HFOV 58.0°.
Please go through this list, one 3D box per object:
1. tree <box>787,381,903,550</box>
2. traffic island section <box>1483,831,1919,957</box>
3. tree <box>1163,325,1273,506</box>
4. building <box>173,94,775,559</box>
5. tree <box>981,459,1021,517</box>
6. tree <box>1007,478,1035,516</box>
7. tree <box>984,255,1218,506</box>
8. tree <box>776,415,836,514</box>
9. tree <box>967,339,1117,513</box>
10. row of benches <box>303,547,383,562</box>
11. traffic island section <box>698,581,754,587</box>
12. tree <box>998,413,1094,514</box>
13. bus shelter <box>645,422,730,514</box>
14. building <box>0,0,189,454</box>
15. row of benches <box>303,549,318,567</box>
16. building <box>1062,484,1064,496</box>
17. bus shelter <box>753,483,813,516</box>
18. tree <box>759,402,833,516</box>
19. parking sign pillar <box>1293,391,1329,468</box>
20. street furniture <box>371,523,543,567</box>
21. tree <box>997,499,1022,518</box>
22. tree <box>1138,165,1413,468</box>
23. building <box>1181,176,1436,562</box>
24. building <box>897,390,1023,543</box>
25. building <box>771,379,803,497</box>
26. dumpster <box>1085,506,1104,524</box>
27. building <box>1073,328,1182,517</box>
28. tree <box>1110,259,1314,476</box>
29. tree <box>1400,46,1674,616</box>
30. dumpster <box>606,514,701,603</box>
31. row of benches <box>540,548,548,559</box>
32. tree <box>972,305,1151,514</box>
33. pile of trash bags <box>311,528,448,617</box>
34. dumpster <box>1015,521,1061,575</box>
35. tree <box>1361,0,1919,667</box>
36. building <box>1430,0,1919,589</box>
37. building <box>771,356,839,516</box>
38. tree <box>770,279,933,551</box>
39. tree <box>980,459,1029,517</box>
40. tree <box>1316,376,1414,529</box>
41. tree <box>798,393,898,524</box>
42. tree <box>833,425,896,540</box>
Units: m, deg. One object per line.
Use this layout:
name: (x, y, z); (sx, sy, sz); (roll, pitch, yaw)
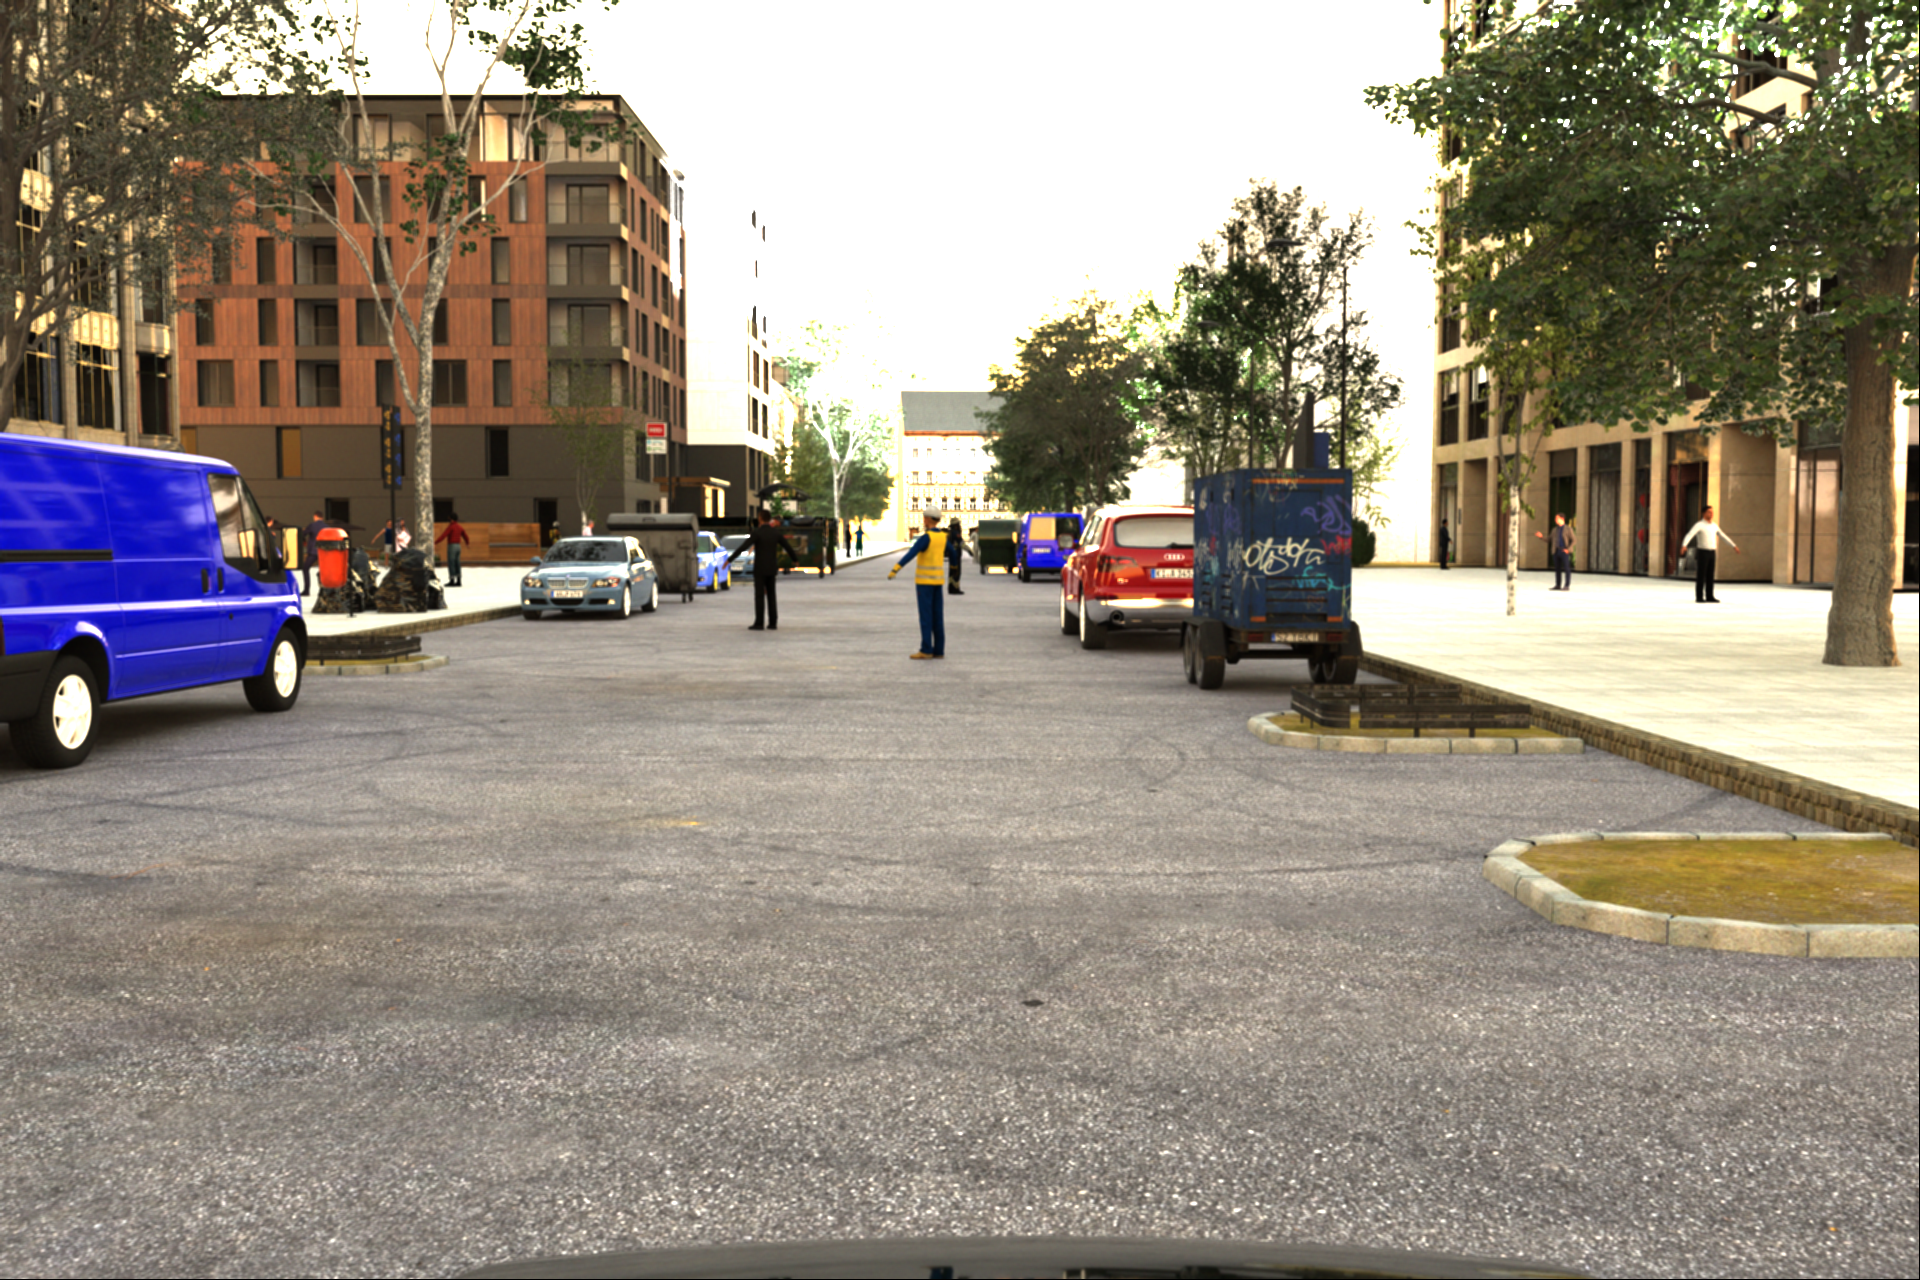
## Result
tree: (-9.616, -14.490, 143.563); (9.857, 13.997, 8.962); (0, 3, 0)
traffic island section: (3.177, 0.979, 6.853); (1.991, 0.108, 1.994); (0, 4, 0)
tree: (8.444, -6.595, 58.192); (4.360, 8.622, 3.978); (0, 3, 0)
building: (-26.183, -15.480, 97.066); (27.936, 21.610, 32.646); (0, 4, 0)
tree: (5.682, -13.877, 161.303); (8.767, 10.594, 7.601); (1, 4, 15)
tree: (5.061, -11.542, 139.081); (4.360, 8.622, 3.978); (0, 3, 0)
tree: (6.179, -10.207, 77.248); (12.009, 13.543, 11.850); (0, 3, 0)
tree: (-9.901, -9.608, 107.460); (4.360, 8.622, 3.978); (0, 3, 0)
tree: (5.643, -12.059, 107.532); (12.009, 13.543, 11.850); (0, 3, 0)
row of benches: (-28.788, -3.950, 80.041); (4.104, 0.672, 1.422); (0, 4, 1)
traffic island section: (-6.655, -1.553, 48.252); (1.991, 0.108, 1.994); (0, 4, 0)
tree: (5.989, -12.458, 121.816); (7.486, 12.596, 7.792); (0, 3, 0)
bus shelter: (-10.220, -5.335, 64.864); (2.179, 5.291, 8.768); (0, 4, -1)
building: (-32.971, -13.780, 41.959); (14.369, 24.946, 33.146); (0, 4, 1)
row of benches: (-26.005, -3.276, 69.020); (1.422, 0.672, 4.104); (-1, 4, -17)
building: (21.675, -24.209, 226.744); (19.493, 23.208, 18.063); (0, 4, 0)
bus shelter: (-7.272, -4.755, 71.661); (2.014, 3.302, 5.546); (0, 4, -1)
tree: (-9.363, -8.953, 96.744); (4.737, 8.622, 4.395); (0, 3, 0)
parking sign pillar: (6.750, -2.752, 33.464); (1.447, 3.967, 1.447); (0, 4, 0)
street furniture: (-20.867, -3.942, 71.305); (11.010, 1.723, 9.812); (-2, 4, -28)
tree: (5.490, -13.356, 168.735); (4.737, 8.622, 4.395); (0, 3, 0)
tree: (8.099, -6.752, 44.802); (7.601, 10.594, 8.767); (-1, 4, -18)
building: (22.613, -13.944, 94.443); (16.747, 18.905, 31.486); (0, 4, -1)
building: (-0.066, -26.261, 262.757); (18.063, 23.208, 19.493); (0, 4, -5)
building: (-27.788, -21.869, 188.482); (19.493, 23.208, 18.063); (0, 4, 1)
dumpster: (2.858, -1.140, 26.859); (1.865, 1.857, 1.264); (0, 4, -1)
building: (22.188, -22.160, 193.242); (19.493, 23.208, 18.063); (0, 4, 0)
tree: (9.525, -8.574, 65.938); (9.928, 11.665, 9.643); (0, 3, 0)
tree: (8.915, -4.687, 26.996); (4.737, 8.622, 4.395); (0, 3, 0)
dumpster: (-6.424, -1.717, 36.293); (1.865, 1.857, 1.264); (0, 4, 0)
row of benches: (-17.514, -3.780, 77.274); (4.104, 0.672, 1.422); (-1, 4, -19)
tree: (5.776, -11.417, 93.326); (9.857, 13.997, 8.962); (0, 3, 0)
pile of trash bags: (-9.651, -1.127, 28.177); (1.912, 1.369, 3.447); (0, 4, 0)
dumpster: (2.775, -3.097, 58.851); (1.865, 1.857, 1.264); (0, 4, -1)
tree: (8.777, -6.730, 16.695); (9.857, 13.997, 8.962); (0, 3, 0)
building: (29.068, -15.313, 53.563); (19.350, 26.588, 34.151); (0, 4, 0)
building: (-29.870, -22.672, 214.664); (27.936, 21.610, 32.646); (0, 4, 0)
tree: (-8.619, -16.747, 129.707); (12.611, 20.169, 13.585); (0, 3, 0)
tree: (5.342, -13.269, 151.352); (8.767, 10.594, 7.601); (2, 4, 33)
tree: (17.301, -7.653, 75.490); (4.737, 8.622, 4.395); (0, 3, 0)
tree: (-10.207, -15.190, 155.009); (9.857, 13.997, 8.962); (0, 3, 0)
tree: (-9.824, -15.205, 166.736); (7.486, 12.596, 7.792); (0, 3, 0)
